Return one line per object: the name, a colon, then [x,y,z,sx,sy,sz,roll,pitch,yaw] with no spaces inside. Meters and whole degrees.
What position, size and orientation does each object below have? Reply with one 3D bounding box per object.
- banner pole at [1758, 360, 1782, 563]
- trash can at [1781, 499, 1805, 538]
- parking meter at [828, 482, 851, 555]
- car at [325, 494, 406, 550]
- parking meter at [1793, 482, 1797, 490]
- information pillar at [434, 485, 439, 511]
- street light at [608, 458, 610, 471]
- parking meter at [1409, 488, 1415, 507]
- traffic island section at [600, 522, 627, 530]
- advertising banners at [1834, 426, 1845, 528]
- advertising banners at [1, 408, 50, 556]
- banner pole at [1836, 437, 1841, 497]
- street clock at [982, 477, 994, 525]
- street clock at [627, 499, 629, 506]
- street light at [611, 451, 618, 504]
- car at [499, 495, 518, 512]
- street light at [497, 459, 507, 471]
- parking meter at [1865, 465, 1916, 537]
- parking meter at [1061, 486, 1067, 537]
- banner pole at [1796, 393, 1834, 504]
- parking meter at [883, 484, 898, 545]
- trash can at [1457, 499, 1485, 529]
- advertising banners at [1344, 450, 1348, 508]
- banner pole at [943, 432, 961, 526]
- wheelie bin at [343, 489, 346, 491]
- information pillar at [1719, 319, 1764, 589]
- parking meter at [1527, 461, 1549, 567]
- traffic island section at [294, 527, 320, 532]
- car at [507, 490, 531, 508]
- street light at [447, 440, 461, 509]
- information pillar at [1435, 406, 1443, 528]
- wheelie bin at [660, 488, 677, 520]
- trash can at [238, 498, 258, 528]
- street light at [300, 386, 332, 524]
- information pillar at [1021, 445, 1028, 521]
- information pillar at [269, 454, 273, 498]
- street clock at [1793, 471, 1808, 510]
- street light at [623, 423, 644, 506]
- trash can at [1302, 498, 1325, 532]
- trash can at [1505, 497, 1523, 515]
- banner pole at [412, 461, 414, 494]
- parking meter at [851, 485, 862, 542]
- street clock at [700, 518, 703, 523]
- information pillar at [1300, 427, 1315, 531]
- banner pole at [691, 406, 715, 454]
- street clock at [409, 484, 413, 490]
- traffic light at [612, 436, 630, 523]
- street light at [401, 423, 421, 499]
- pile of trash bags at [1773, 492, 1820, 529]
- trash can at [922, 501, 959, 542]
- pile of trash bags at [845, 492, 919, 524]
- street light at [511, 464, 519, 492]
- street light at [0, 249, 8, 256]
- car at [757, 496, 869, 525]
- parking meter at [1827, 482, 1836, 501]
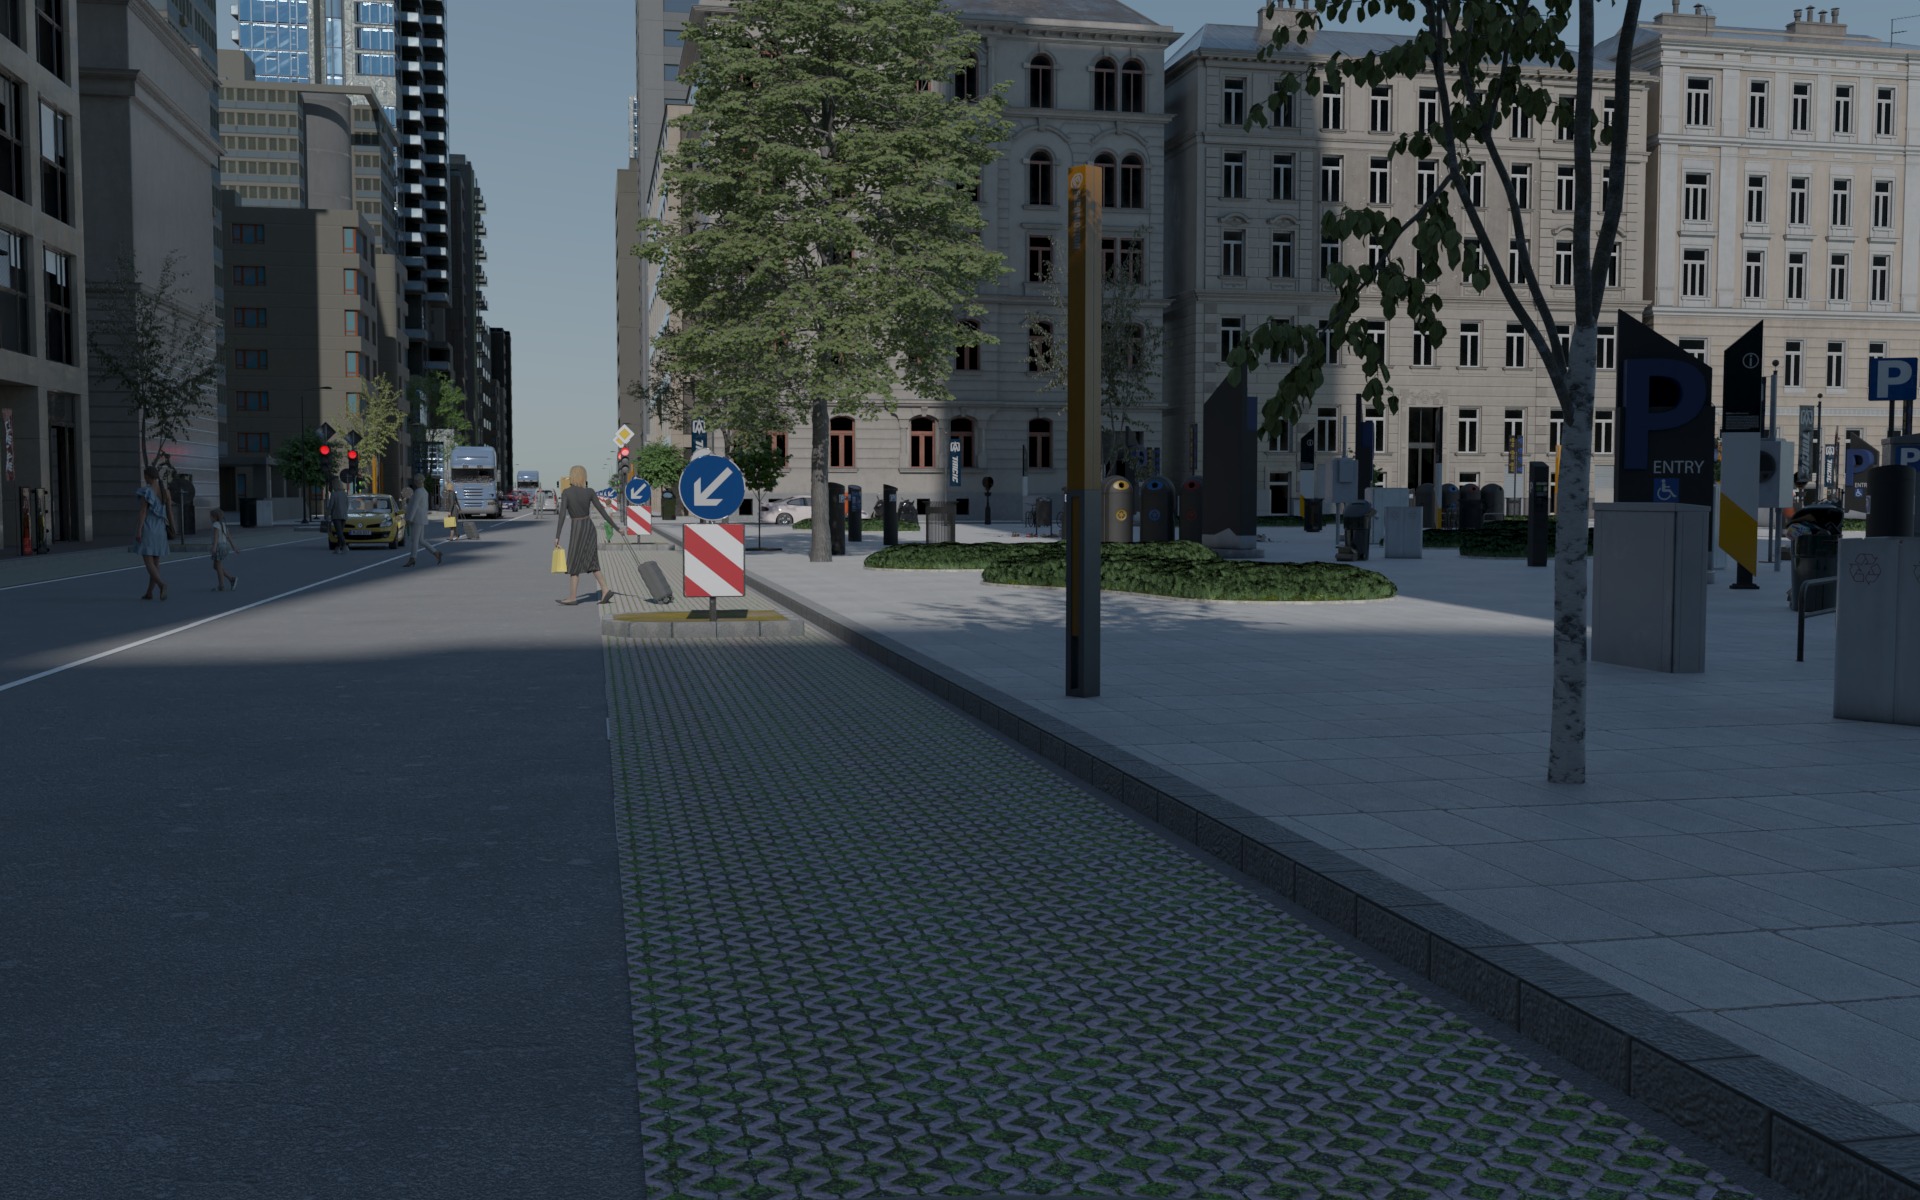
banner pole: [15.021,-2.599,32.509,0.401,3.779,0.863,-3,5,-43]
trash can: [24.453,-2.406,50.994,0.748,1.137,0.748,0,3,0]
parking meter: [-2.609,-1.720,36.530,0.372,1.533,0.369,0,3,0]
car: [-15.704,-2.183,45.910,2.015,1.641,3.980,-1,4,-13]
parking meter: [39.181,-4.640,81.582,0.255,1.863,0.399,0,4,-4]
information pillar: [-40.453,-7.910,133.813,0.304,2.012,0.304,-3,5,-42]
street light: [-37.092,-13.143,187.433,1.470,5.913,1.316,-1,4,-12]
parking meter: [19.965,-4.184,76.820,0.372,1.533,0.369,0,3,0]
traffic island section: [-15.116,-3.384,77.601,2.009,0.180,2.903,-1,4,-12]
advertising banners: [22.168,-2.905,43.691,0.090,3.025,2.074,1,4,22]
advertising banners: [-19.509,-2.444,36.145,0.090,3.025,2.074,0,4,-6]
banner pole: [38.385,-5.270,76.179,0.863,3.779,0.401,0,4,-5]
street clock: [1.163,-4.139,72.239,0.358,2.002,0.471,3,5,45]
street clock: [-27.462,-8.476,143.157,0.471,2.002,0.358,-1,4,-10]
street light: [-29.472,-10.931,151.269,1.470,5.913,1.316,-1,4,-12]
car: [-36.381,-7.714,138.703,1.945,1.354,3.894,-1,4,-10]
street light: [-61.115,-15.813,231.089,1.470,5.913,1.316,-1,4,-12]
parking meter: [8.107,-0.410,15.118,0.372,1.533,0.369,0,3,0]
parking meter: [2.595,-2.004,41.169,0.372,1.533,0.369,0,3,0]
banner pole: [21.112,-3.240,42.997,0.863,3.779,0.401,-1,4,-18]
parking meter: [-1.737,-2.139,43.381,0.372,1.533,0.369,0,3,0]
trash can: [13.856,-2.163,47.014,0.748,1.137,0.748,0,3,0]
advertising banners: [15.201,-4.402,68.158,0.090,3.025,2.074,1,4,15]
banner pole: [-0.344,-4.856,69.413,0.863,3.779,0.401,1,4,11]
wheelie bin: [-35.666,-5.611,99.642,0.980,1.594,0.693,1,4,9]
information pillar: [10.520,-1.955,23.311,0.504,3.616,0.183,1,4,10]
parking meter: [10.226,-1.524,30.631,0.255,1.863,0.399,0,4,1]
traffic island section: [-24.638,-2.760,67.414,2.009,0.180,2.903,-1,4,-12]
car: [-44.397,-10.134,174.370,2.281,1.827,5.304,-1,4,-14]
street light: [-43.669,-10.827,149.561,1.470,5.913,1.316,-1,4,-12]
information pillar: [12.861,-3.374,46.519,0.183,3.616,0.504,0,4,4]
wheelie bin: [-14.274,-4.700,84.756,0.693,1.594,0.980,-2,4,-30]
trash can: [-27.175,-3.332,66.129,0.748,1.137,0.748,0,3,0]
street light: [-27.776,-6.252,74.759,1.470,5.913,1.316,-1,4,-12]
information pillar: [3.080,-5.554,82.162,0.183,3.616,0.504,1,4,22]
information pillar: [-40.379,-6.754,101.789,0.504,3.616,0.183,2,4,24]
street clock: [26.096,-3.010,53.784,0.471,2.002,0.358,2,4,32]
street light: [-21.253,-8.588,112.947,1.470,5.913,1.316,-1,4,-12]
trash can: [11.869,-2.847,58.198,0.748,1.137,0.748,0,3,0]
trash can: [23.377,-3.761,73.145,0.748,1.137,0.748,0,3,0]
banner pole: [-41.252,-8.600,130.624,0.401,3.779,0.863,-2,4,-25]
parking meter: [-2.830,-2.338,46.631,0.372,1.533,0.369,0,3,0]
street clock: [-7.178,-2.676,48.330,0.358,2.002,0.471,-1,4,-8]
information pillar: [12.099,-4.216,60.292,0.504,3.616,0.183,0,4,7]
banner pole: [-7.214,-3.610,49.040,0.863,3.779,0.401,-2,4,-23]
street clock: [-40.500,-7.538,127.824,0.358,2.002,0.471,-1,4,-14]
traffic light: [-15.157,-5.416,77.478,0.839,4.253,0.868,-1,4,-12]
street light: [-36.027,-8.629,113.628,1.470,5.913,1.316,-1,4,-12]
pile of trash bags: [30.564,-3.256,62.984,1.912,1.369,3.447,3,5,41]
trash can: [-0.392,-1.430,35.028,0.748,1.137,0.748,0,3,0]
pile of trash bags: [-3.318,-3.671,69.768,3.447,1.369,1.912,0,4,4]
street light: [-69.420,-18.191,269.970,1.470,5.913,1.316,-1,4,-12]
street light: [-18.724,-3.689,32.854,1.470,5.913,1.316,-1,4,-12]
car: [-6.331,-3.817,74.765,4.827,1.381,2.083,-1,4,-12]
parking meter: [40.542,-4.580,80.598,0.399,1.863,0.255,-2,4,-33]
